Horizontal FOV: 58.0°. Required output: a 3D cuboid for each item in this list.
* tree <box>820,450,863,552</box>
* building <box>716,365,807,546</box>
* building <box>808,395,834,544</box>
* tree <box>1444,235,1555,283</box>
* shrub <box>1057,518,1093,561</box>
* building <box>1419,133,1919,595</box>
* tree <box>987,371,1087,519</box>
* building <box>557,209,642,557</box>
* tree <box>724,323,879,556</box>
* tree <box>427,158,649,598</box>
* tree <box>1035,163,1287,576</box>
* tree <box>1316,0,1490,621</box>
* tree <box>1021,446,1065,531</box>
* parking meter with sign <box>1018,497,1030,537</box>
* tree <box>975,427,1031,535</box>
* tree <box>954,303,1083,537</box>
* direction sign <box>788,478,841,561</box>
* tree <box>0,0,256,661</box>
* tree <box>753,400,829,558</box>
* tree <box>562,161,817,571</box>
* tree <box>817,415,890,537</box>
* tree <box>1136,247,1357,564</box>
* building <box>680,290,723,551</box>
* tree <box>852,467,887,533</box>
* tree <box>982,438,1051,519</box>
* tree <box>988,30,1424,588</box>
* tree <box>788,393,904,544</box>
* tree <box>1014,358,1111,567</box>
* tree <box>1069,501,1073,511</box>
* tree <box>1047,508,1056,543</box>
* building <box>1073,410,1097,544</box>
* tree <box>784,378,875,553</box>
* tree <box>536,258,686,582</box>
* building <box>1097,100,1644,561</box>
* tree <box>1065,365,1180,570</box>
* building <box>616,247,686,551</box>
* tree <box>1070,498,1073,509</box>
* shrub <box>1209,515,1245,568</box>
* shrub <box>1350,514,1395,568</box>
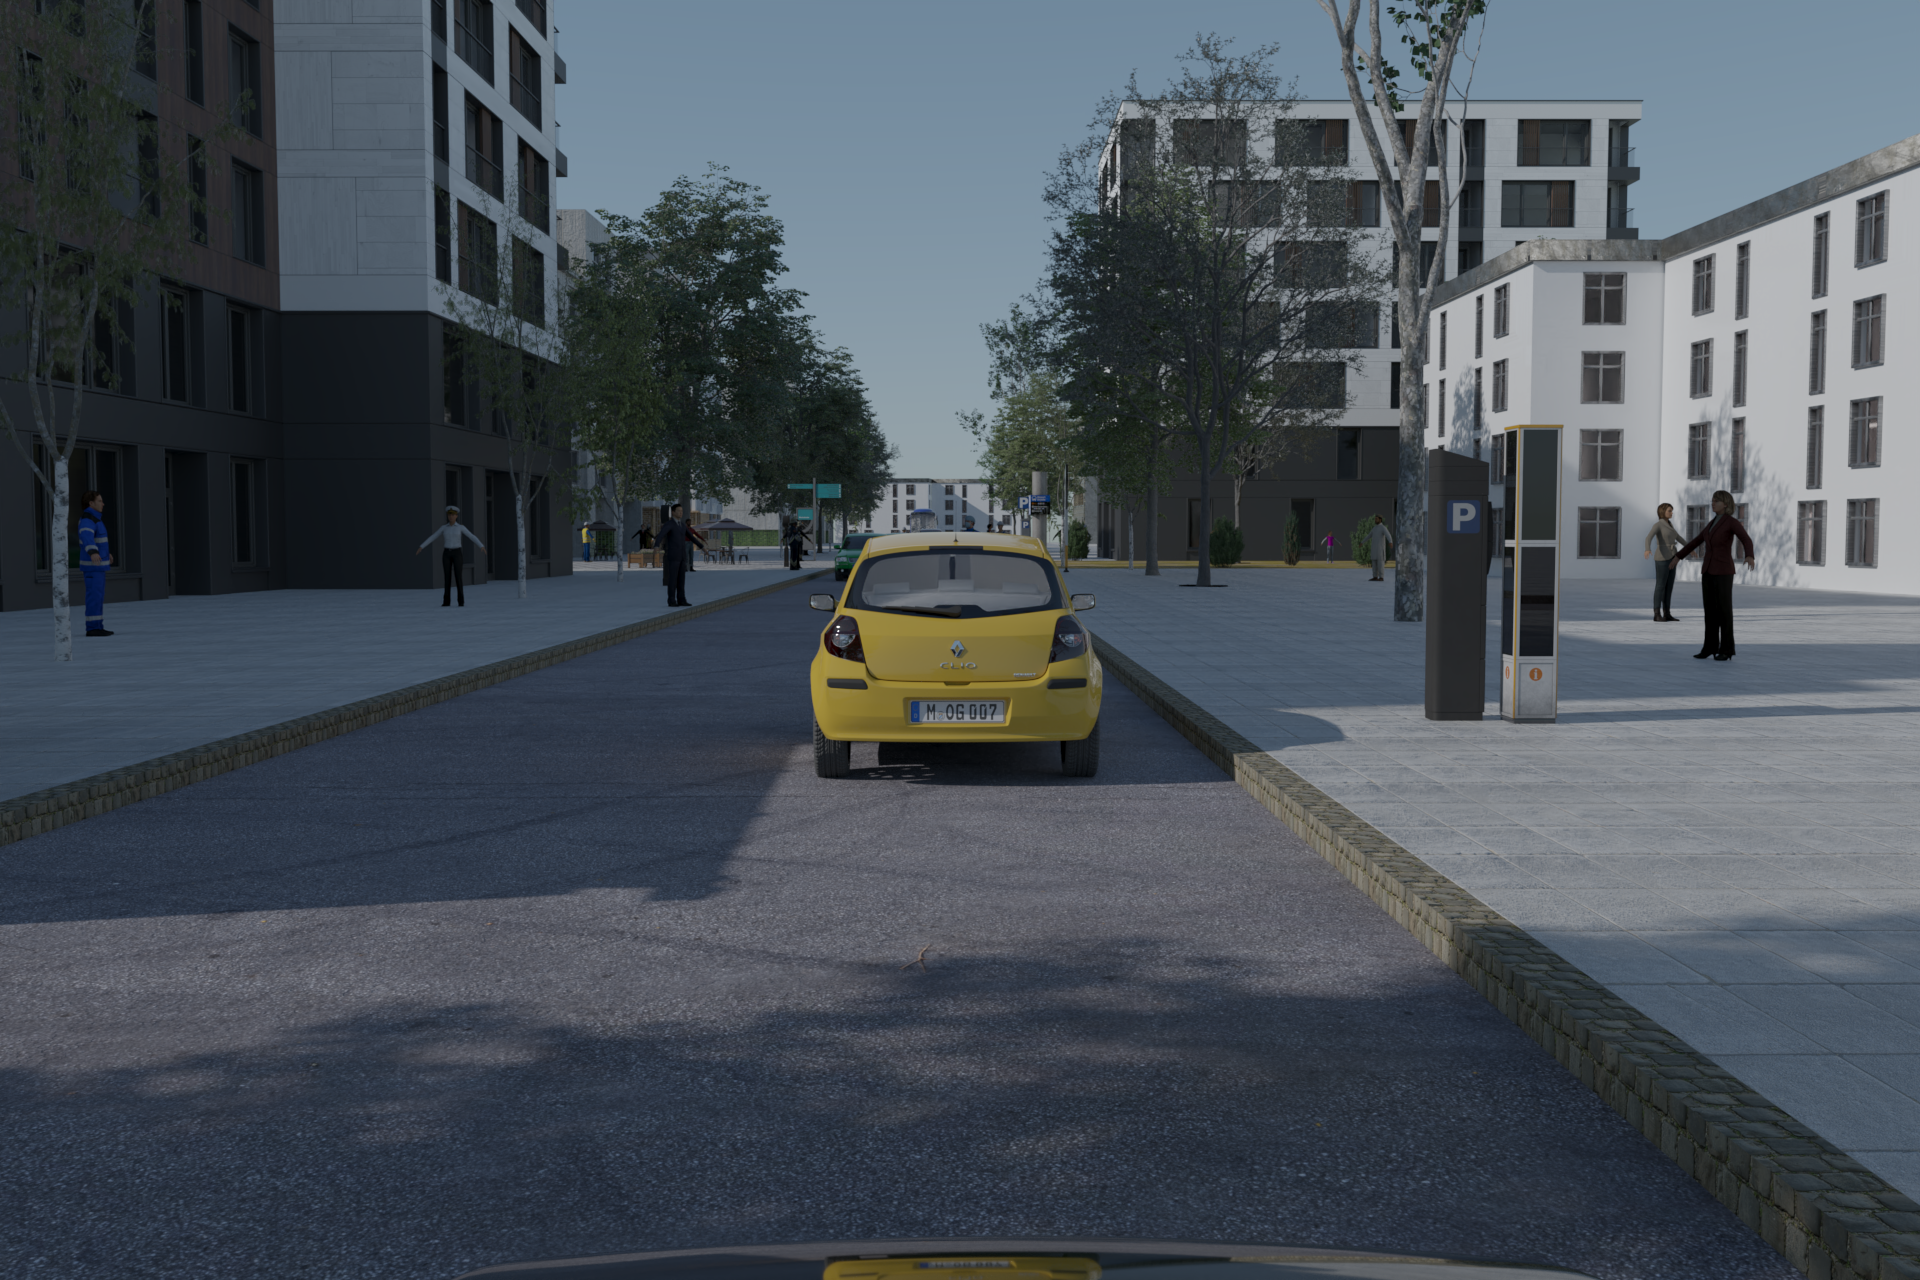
[{"bbox_3d":[-9.547,-10.622,124.027,4.360,8.622,3.978,0,3,0],"label":"tree"},{"bbox_3d":[-27.225,-20.201,196.751,16.747,18.905,31.486,0,4,1],"label":"building"},{"bbox_3d":[-26.656,-22.437,233.294,16.747,18.905,31.486,0,4,0],"label":"building"},{"bbox_3d":[24.102,-10.345,75.792,9.857,13.997,8.962,0,3,0],"label":"tree"},{"bbox_3d":[5.518,-4.843,83.228,1.661,2.075,1.752,0,3,0],"label":"shrub"},{"bbox_3d":[20.760,-6.574,49.638,9.099,9.664,28.070,0,4,0],"label":"building"},{"bbox_3d":[5.459,-12.388,120.664,7.486,12.596,7.792,0,3,0],"label":"tree"},{"bbox_3d":[-28.727,-13.956,94.643,16.747,18.905,31.486,0,4,0],"label":"building"},{"bbox_3d":[-9.520,-12.006,102.951,9.857,13.997,8.962,0,3,0],"label":"tree"},{"bbox_3d":[-8.909,-5.153,34.613,4.360,8.622,3.978,0,3,0],"label":"tree"},{"bbox_3d":[6.053,-8.242,52.878,7.486,12.596,7.792,0,3,0],"label":"tree"},{"bbox_3d":[5.133,-10.339,24.926,12.611,20.169,13.585,0,3,0],"label":"tree"},{"bbox_3d":[6.120,-10.944,129.301,4.737,8.622,4.395,0,3,0],"label":"tree"},{"bbox_3d":[3.010,-5.156,80.555,0.543,3.016,1.738,0,4,-1],"label":"parking meter with sign"},{"bbox_3d":[5.163,-14.698,166.073,9.928,11.665,9.643,0,3,0],"label":"tree"},{"bbox_3d":[6.004,-17.384,140.119,12.611,20.169,13.585,0,3,0],"label":"tree"},{"bbox_3d":[-6.915,-5.758,82.899,2.525,3.948,1.411,0,3,0],"label":"direction sign"},{"bbox_3d":[-8.984,-4.078,17.044,4.360,8.622,3.978,0,3,0],"label":"tree"},{"bbox_3d":[-9.793,-8.730,93.094,4.360,8.622,3.978,0,3,0],"label":"tree"},{"bbox_3d":[-9.799,-9.419,60.661,9.857,13.997,8.962,0,3,0],"label":"tree"},{"bbox_3d":[-10.368,-15.328,157.275,9.857,13.997,8.962,0,3,0],"label":"tree"},{"bbox_3d":[12.083,-10.053,74.730,12.009,13.543,11.850,0,3,0],"label":"tree"},{"bbox_3d":[-25.253,-17.057,135.304,16.016,20.090,11.380,0,4,-1],"label":"building"},{"bbox_3d":[-9.463,-13.286,167.582,4.737,8.622,4.395,0,3,0],"label":"tree"},{"bbox_3d":[5.762,-13.455,154.402,8.767,10.594,7.601,2,4,27],"label":"tree"},{"bbox_3d":[6.040,-8.043,41.871,12.009,13.543,11.850,0,3,0],"label":"tree"},{"bbox_3d":[-9.596,-14.327,144.614,12.009,13.543,11.850,0,3,0],"label":"tree"},{"bbox_3d":[3.829,-7.209,68.223,4.360,8.622,3.978,0,3,0],"label":"tree"},{"bbox_3d":[18.312,-19.029,261.486,4.737,8.622,4.395,0,3,0],"label":"tree"},{"bbox_3d":[13.558,-18.789,257.561,4.360,8.622,3.978,0,3,0],"label":"tree"},{"bbox_3d":[25.058,-24.452,230.721,19.493,23.208,18.063,0,4,-1],"label":"building"},{"bbox_3d":[-9.198,-11.577,115.045,9.928,11.665,9.643,0,3,0],"label":"tree"},{"bbox_3d":[-9.242,-5.885,46.581,4.737,8.622,4.395,0,3,0],"label":"tree"},{"bbox_3d":[21.537,-15.548,98.177,27.936,21.610,32.646,0,3,0],"label":"building"},{"bbox_3d":[5.982,-6.789,61.356,4.737,8.622,4.395,0,3,0],"label":"tree"},{"bbox_3d":[-25.118,-15.854,115.630,16.016,20.090,11.380,0,4,0],"label":"building"},{"bbox_3d":[18.779,-18.679,255.763,4.360,8.622,3.978,0,3,0],"label":"tree"},{"bbox_3d":[10.025,-3.769,66.049,1.690,2.028,1.600,0,3,0],"label":"shrub"},{"bbox_3d":[15.807,-3.815,66.424,1.661,2.075,1.752,0,3,0],"label":"shrub"}]
